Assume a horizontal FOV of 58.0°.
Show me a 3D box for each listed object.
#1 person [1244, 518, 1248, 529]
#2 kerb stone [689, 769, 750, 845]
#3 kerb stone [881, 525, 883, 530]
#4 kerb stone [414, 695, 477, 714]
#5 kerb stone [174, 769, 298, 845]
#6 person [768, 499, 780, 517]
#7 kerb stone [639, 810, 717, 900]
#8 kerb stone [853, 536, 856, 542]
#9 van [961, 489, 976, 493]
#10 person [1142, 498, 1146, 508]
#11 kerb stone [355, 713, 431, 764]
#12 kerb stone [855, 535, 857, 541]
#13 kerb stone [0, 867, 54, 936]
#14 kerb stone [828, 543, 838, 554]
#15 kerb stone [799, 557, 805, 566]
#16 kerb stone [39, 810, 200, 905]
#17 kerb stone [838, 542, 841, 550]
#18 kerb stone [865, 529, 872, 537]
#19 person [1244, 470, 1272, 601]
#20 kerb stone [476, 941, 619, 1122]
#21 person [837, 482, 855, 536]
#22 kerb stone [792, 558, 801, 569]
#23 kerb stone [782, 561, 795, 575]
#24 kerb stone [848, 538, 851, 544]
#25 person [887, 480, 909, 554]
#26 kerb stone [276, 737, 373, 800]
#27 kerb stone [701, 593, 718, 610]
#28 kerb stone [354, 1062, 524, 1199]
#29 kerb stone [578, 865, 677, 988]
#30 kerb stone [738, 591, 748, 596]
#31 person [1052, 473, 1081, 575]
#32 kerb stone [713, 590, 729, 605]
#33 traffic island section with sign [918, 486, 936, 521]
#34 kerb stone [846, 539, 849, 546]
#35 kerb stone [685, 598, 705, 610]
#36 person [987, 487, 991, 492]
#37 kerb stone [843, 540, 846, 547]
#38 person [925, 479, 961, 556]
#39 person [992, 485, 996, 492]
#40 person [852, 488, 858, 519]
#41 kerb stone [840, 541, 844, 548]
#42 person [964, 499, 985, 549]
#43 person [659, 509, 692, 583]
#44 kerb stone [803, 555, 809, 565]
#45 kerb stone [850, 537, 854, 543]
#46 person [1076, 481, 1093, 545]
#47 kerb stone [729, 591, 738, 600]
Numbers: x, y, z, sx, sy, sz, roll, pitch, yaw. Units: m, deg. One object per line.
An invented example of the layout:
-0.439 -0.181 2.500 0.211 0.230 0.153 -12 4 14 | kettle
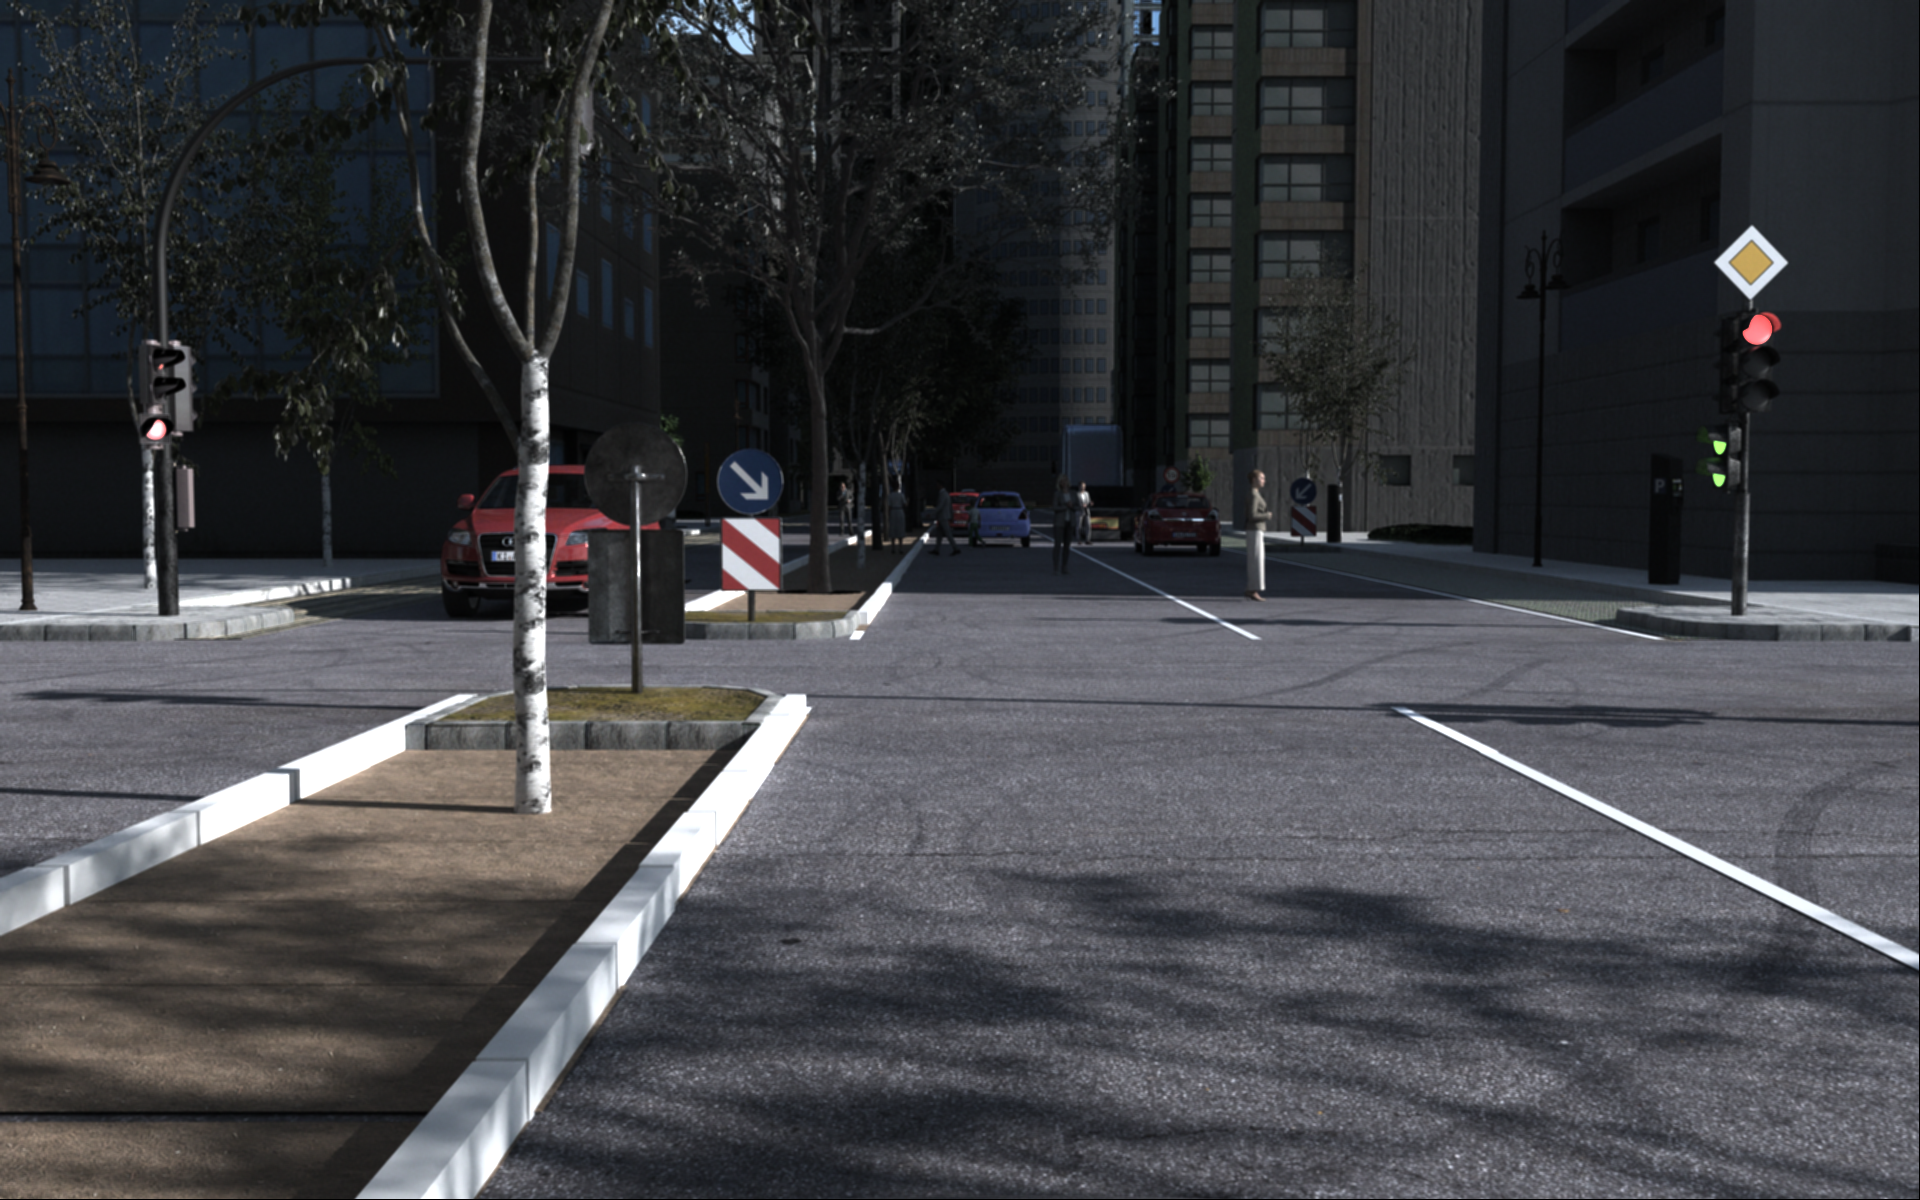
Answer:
8.329 -2.230 49.630 0.373 1.253 0.362 1 4 8 | person
-1.042 0.898 7.511 0.120 0.150 1.000 0 3 0 | kerb stone
-3.194 -3.149 73.683 0.120 0.150 1.000 0 3 0 | kerb stone
-3.147 0.710 10.584 0.120 0.150 1.000 0 3 0 | kerb stone
-3.138 0.899 7.515 0.120 0.150 1.000 0 3 0 | kerb stone
-6.750 -3.314 62.868 0.511 1.800 0.466 2 4 29 | person
-1.051 0.961 6.489 0.120 0.150 1.000 0 3 0 | kerb stone
-3.187 -1.709 50.137 0.120 0.150 1.000 0 3 0 | kerb stone
0.727 -9.043 154.861 2.013 2.044 4.112 0 4 -1 | van
8.965 -4.360 84.458 0.373 1.253 0.362 0 4 -7 | person
-3.147 0.775 9.562 0.120 0.150 1.000 0 3 0 | kerb stone
-3.175 -1.772 51.160 0.120 0.150 1.000 0 3 0 | kerb stone
-3.149 1.025 5.471 0.120 0.150 1.000 0 3 0 | kerb stone
-3.173 -1.270 42.960 0.120 0.150 1.000 0 3 0 | kerb stone
-3.175 -0.705 33.728 0.120 0.150 1.000 0 3 0 | kerb stone
-3.142 0.962 6.493 0.120 0.150 1.000 0 3 0 | kerb stone
-3.174 -1.333 43.983 0.120 0.150 1.000 0 3 0 | kerb stone
-3.188 -2.335 60.375 0.120 0.150 1.000 0 3 0 | kerb stone
3.995 -0.866 23.209 0.362 1.759 0.519 0 4 6 | person
-1.042 1.086 4.444 0.120 0.150 1.000 0 3 0 | kerb stone
-3.896 -3.116 59.244 0.655 1.846 0.447 -1 4 -14 | person
-3.164 -0.643 32.706 0.120 0.150 1.000 0 3 0 | kerb stone
-3.164 -0.580 31.672 0.120 0.150 1.000 0 3 0 | kerb stone
-3.177 -1.584 48.086 0.120 0.150 1.000 0 3 0 | kerb stone
-1.475 -1.975 41.363 0.480 1.755 0.524 1 4 8 | person
-3.139 0.835 8.537 0.120 0.150 1.000 0 3 0 | kerb stone
-3.154 0.050 21.403 0.120 0.150 1.000 0 3 0 | kerb stone
-1.041 1.148 3.421 0.120 0.150 1.000 0 3 0 | kerb stone
-1.042 1.027 5.466 0.120 0.150 1.000 0 3 0 | kerb stone
-3.151 -0.140 24.478 0.120 0.150 1.000 0 3 0 | kerb stone
1.909 -1.360 30.911 0.537 1.800 0.526 -1 4 -10 | person
-3.156 -0.014 22.425 0.120 0.150 1.000 0 3 0 | kerb stone
-2.160 -5.197 93.109 2.006 1.907 1.989 0 3 0 | traffic island section with sign
-3.175 -1.520 47.060 0.120 0.150 1.000 0 3 0 | kerb stone
-3.162 0.114 20.381 0.120 0.150 1.000 0 3 0 | kerb stone
1.527 -4.885 88.775 0.834 1.777 0.661 1 4 22 | person
-3.182 -1.458 46.035 0.120 0.150 1.000 0 3 0 | kerb stone
-0.378 -1.936 40.433 0.850 1.792 0.678 1 4 13 | person
1.615 -4.629 83.964 0.659 1.850 0.755 2 4 34 | person
-6.091 -5.696 101.660 0.705 1.821 1.348 3 4 38 | person
-3.180 -1.396 45.013 0.120 0.150 1.000 0 3 0 | kerb stone
0.394 -1.987 45.241 0.590 1.304 0.306 2 4 35 | person
-4.733 -1.169 27.714 0.850 1.850 0.679 0 4 -2 | person
-3.165 -0.767 34.750 0.120 0.150 1.000 0 3 0 | kerb stone
-3.178 -1.641 49.109 0.120 0.150 1.000 0 3 0 | kerb stone
3.492 -2.458 48.888 0.606 1.804 0.583 -2 4 -33 | person
-3.160 -0.076 23.452 0.120 0.150 1.000 0 3 0 | kerb stone
